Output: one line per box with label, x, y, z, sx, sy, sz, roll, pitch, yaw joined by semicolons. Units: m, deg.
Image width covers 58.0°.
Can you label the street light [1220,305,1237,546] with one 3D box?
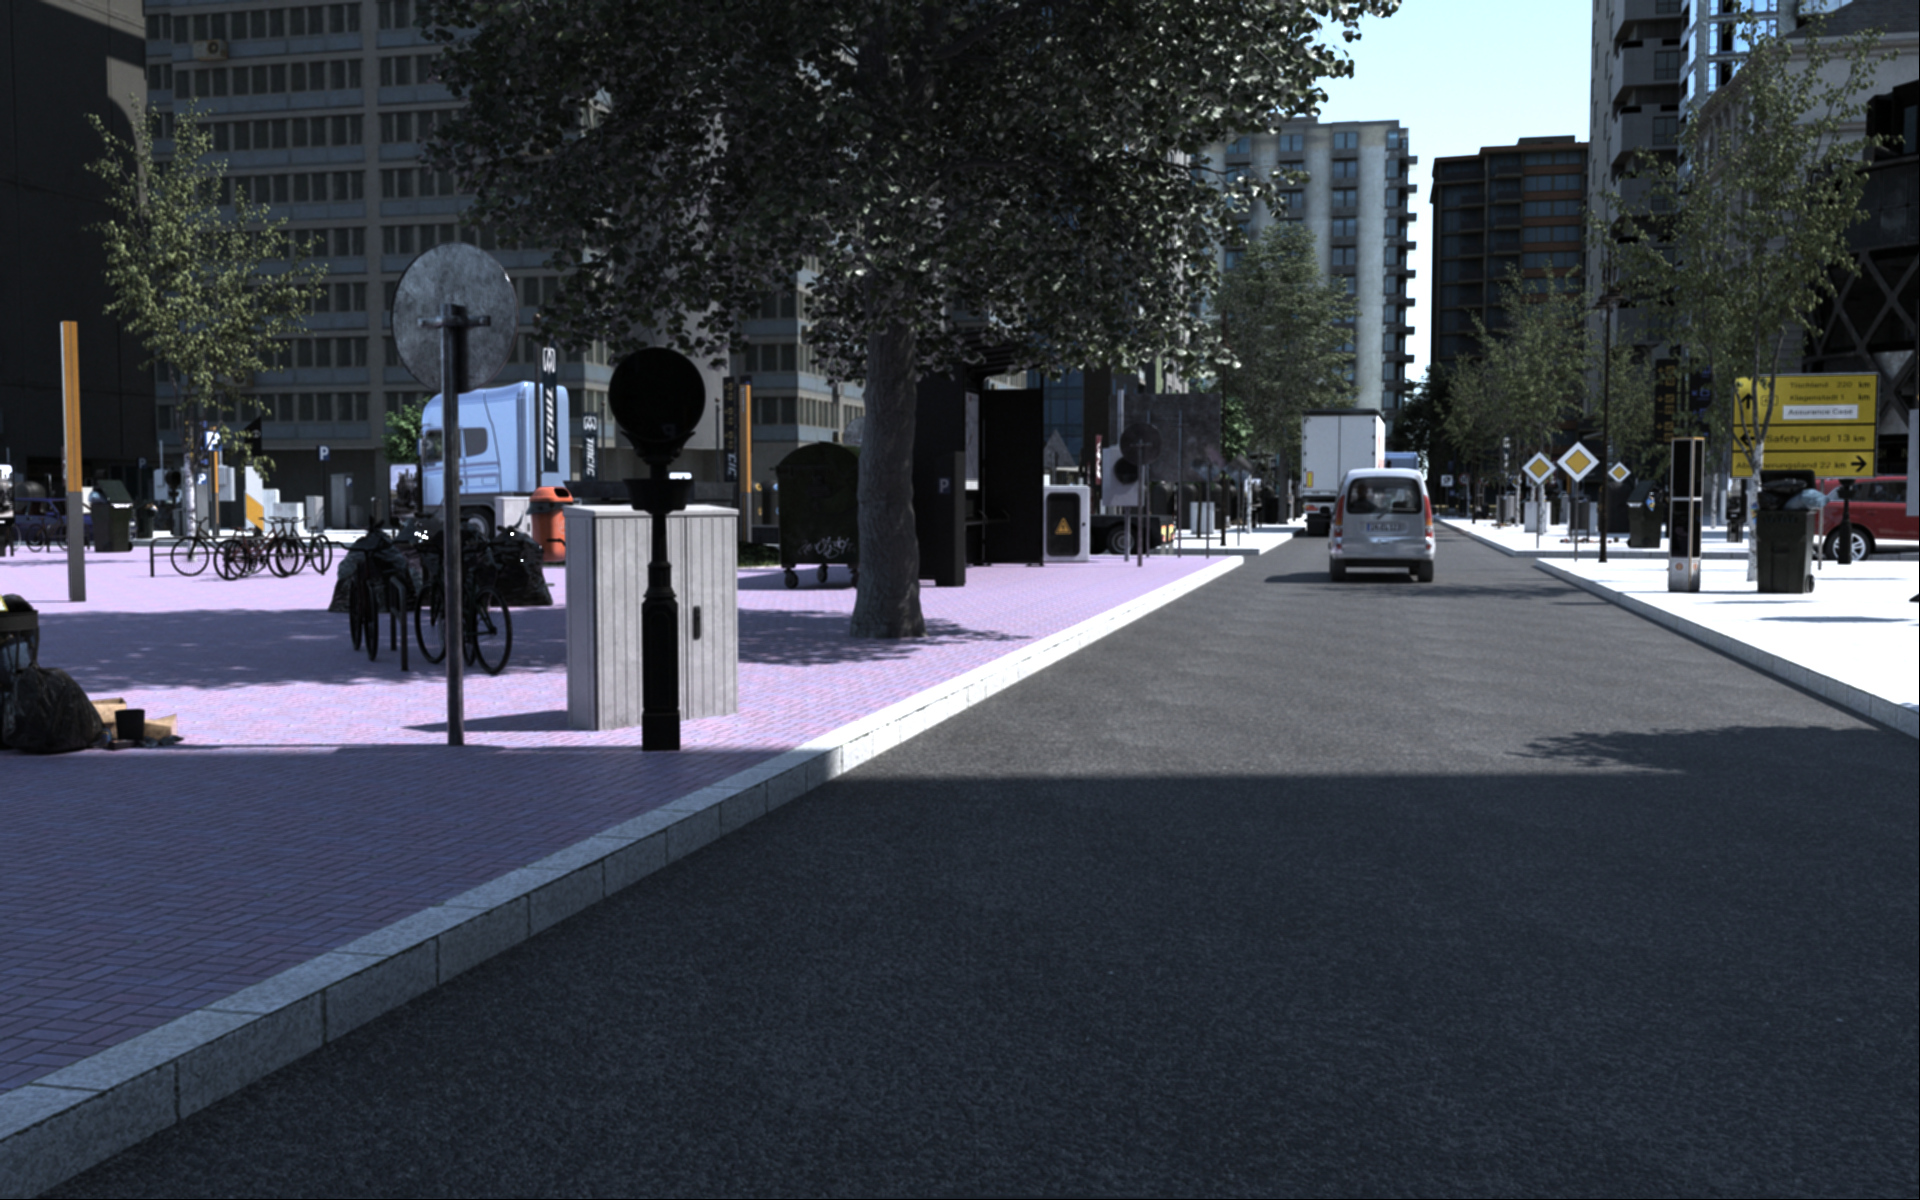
street light;6.503;-4.271;42.612;0.468;5.910;1.993;1;4;13

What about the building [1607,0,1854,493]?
building;60.955;-49.652;124.488;22.319;86.520;31.000;1;4;13

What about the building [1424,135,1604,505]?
building;71.364;-34.262;214.808;28.867;44.769;22.147;1;4;13

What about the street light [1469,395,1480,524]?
street light;22.193;-6.230;74.648;0.468;5.910;1.993;1;4;13

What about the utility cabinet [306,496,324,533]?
utility cabinet;-21.385;-2.831;57.442;0.306;1.237;1.020;-3;4;-36

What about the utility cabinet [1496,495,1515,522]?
utility cabinet;24.754;-4.123;78.580;0.306;1.237;1.020;-1;4;-17

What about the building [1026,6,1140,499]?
building;5.283;-29.139;126.532;14.600;45.320;14.200;1;4;13

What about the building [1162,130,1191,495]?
building;11.490;-44.775;170.321;20.611;71.187;20.563;1;4;13

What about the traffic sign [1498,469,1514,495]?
traffic sign;25.930;-5.030;82.339;0.768;2.556;0.104;1;4;20

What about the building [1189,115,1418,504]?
building;42.721;-36.874;222.504;30.456;49.044;23.786;1;4;13

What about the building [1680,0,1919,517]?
building;49.182;-18.911;96.578;14.401;28.519;23.554;1;4;13

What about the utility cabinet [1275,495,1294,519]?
utility cabinet;17.030;-4.887;91.063;1.020;1.237;0.306;2;4;28

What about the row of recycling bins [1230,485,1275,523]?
row of recycling bins;12.272;-4.259;76.751;3.534;1.692;1.069;2;4;30

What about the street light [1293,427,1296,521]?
street light;15.683;-6.623;81.080;0.468;5.910;1.993;1;4;13

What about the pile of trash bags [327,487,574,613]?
pile of trash bags;-5.565;-0.633;20.100;1.912;1.369;3.447;1;4;21

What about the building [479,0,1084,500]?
building;-9.015;-25.444;107.894;32.217;40.220;23.993;1;4;13

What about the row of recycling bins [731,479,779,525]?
row of recycling bins;-4.985;-2.574;49.196;3.534;1.692;1.069;-3;5;-42

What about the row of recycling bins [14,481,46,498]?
row of recycling bins;-30.811;-3.028;56.615;1.069;1.692;3.534;-3;5;-42

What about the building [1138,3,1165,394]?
building;8.714;-27.936;140.352;14.154;41.232;14.086;1;4;13

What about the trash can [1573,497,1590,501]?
trash can;27.819;-4.032;77.571;0.748;1.137;0.748;0;3;0

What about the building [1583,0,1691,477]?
building;71.102;-34.488;153.111;28.713;52.752;27.495;1;4;13

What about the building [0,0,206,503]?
building;-51.053;-27.990;81.345;21.600;48.544;21.300;1;4;13

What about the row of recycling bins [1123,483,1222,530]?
row of recycling bins;7.790;-3.396;62.637;3.534;1.692;1.069;1;4;13

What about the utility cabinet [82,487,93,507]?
utility cabinet;-27.363;-2.805;54.539;0.318;1.500;1.173;2;4;27

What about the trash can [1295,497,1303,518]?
trash can;18.002;-4.949;92.566;0.748;1.137;0.748;0;3;0

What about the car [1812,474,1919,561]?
car;18.970;-1.570;34.344;5.304;1.827;2.281;1;4;11

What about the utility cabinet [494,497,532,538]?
utility cabinet;-9.678;-1.636;37.905;0.306;1.237;1.020;2;4;35

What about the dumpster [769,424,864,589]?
dumpster;-1.676;-1.322;24.113;1.502;2.255;1.985;1;4;13

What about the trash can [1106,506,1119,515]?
trash can;6.807;-4.016;77.311;0.748;1.137;0.748;0;3;0

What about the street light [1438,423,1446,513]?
street light;31.344;-8.566;112.843;0.468;5.910;1.993;1;4;13

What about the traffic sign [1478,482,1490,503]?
traffic sign;33.630;-6.809;111.335;0.884;2.594;0.081;1;4;20

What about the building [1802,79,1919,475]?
building;46.088;-12.759;76.060;16.820;18.784;16.811;1;4;13

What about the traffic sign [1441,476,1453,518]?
traffic sign;26.261;-5.586;93.458;0.606;2.300;0.079;1;4;14

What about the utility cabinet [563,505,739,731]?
utility cabinet;-1.722;0.084;9.791;0.306;1.237;1.020;3;5;42

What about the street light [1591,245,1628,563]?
street light;12.057;-3.640;32.307;0.468;5.910;1.993;1;4;13

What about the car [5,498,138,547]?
car;-24.041;-2.053;46.148;3.894;1.354;1.945;1;4;14

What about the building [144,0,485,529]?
building;-16.860;-23.314;73.065;32.217;40.220;23.993;1;4;13

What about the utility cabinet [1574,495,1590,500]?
utility cabinet;32.884;-4.916;91.531;1.020;1.237;0.306;-2;4;-34

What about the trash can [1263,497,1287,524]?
trash can;13.443;-3.855;74.685;0.748;1.137;0.748;0;3;0

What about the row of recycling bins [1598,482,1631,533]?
row of recycling bins;22.056;-3.129;58.274;1.069;1.692;3.534;1;4;18

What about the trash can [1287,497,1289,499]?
trash can;14.723;-4.154;79.567;0.748;1.137;0.748;0;3;0

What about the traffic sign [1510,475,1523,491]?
traffic sign;33.553;-6.326;104.613;0.795;2.450;0.064;1;4;20

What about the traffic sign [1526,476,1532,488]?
traffic sign;31.553;-5.717;95.595;0.606;2.300;0.079;1;4;20

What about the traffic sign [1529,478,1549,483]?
traffic sign;26.568;-4.863;79.508;0.884;2.594;0.081;1;4;15

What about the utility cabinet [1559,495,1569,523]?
utility cabinet;26.968;-4.104;78.267;1.020;1.237;0.306;1;4;12
